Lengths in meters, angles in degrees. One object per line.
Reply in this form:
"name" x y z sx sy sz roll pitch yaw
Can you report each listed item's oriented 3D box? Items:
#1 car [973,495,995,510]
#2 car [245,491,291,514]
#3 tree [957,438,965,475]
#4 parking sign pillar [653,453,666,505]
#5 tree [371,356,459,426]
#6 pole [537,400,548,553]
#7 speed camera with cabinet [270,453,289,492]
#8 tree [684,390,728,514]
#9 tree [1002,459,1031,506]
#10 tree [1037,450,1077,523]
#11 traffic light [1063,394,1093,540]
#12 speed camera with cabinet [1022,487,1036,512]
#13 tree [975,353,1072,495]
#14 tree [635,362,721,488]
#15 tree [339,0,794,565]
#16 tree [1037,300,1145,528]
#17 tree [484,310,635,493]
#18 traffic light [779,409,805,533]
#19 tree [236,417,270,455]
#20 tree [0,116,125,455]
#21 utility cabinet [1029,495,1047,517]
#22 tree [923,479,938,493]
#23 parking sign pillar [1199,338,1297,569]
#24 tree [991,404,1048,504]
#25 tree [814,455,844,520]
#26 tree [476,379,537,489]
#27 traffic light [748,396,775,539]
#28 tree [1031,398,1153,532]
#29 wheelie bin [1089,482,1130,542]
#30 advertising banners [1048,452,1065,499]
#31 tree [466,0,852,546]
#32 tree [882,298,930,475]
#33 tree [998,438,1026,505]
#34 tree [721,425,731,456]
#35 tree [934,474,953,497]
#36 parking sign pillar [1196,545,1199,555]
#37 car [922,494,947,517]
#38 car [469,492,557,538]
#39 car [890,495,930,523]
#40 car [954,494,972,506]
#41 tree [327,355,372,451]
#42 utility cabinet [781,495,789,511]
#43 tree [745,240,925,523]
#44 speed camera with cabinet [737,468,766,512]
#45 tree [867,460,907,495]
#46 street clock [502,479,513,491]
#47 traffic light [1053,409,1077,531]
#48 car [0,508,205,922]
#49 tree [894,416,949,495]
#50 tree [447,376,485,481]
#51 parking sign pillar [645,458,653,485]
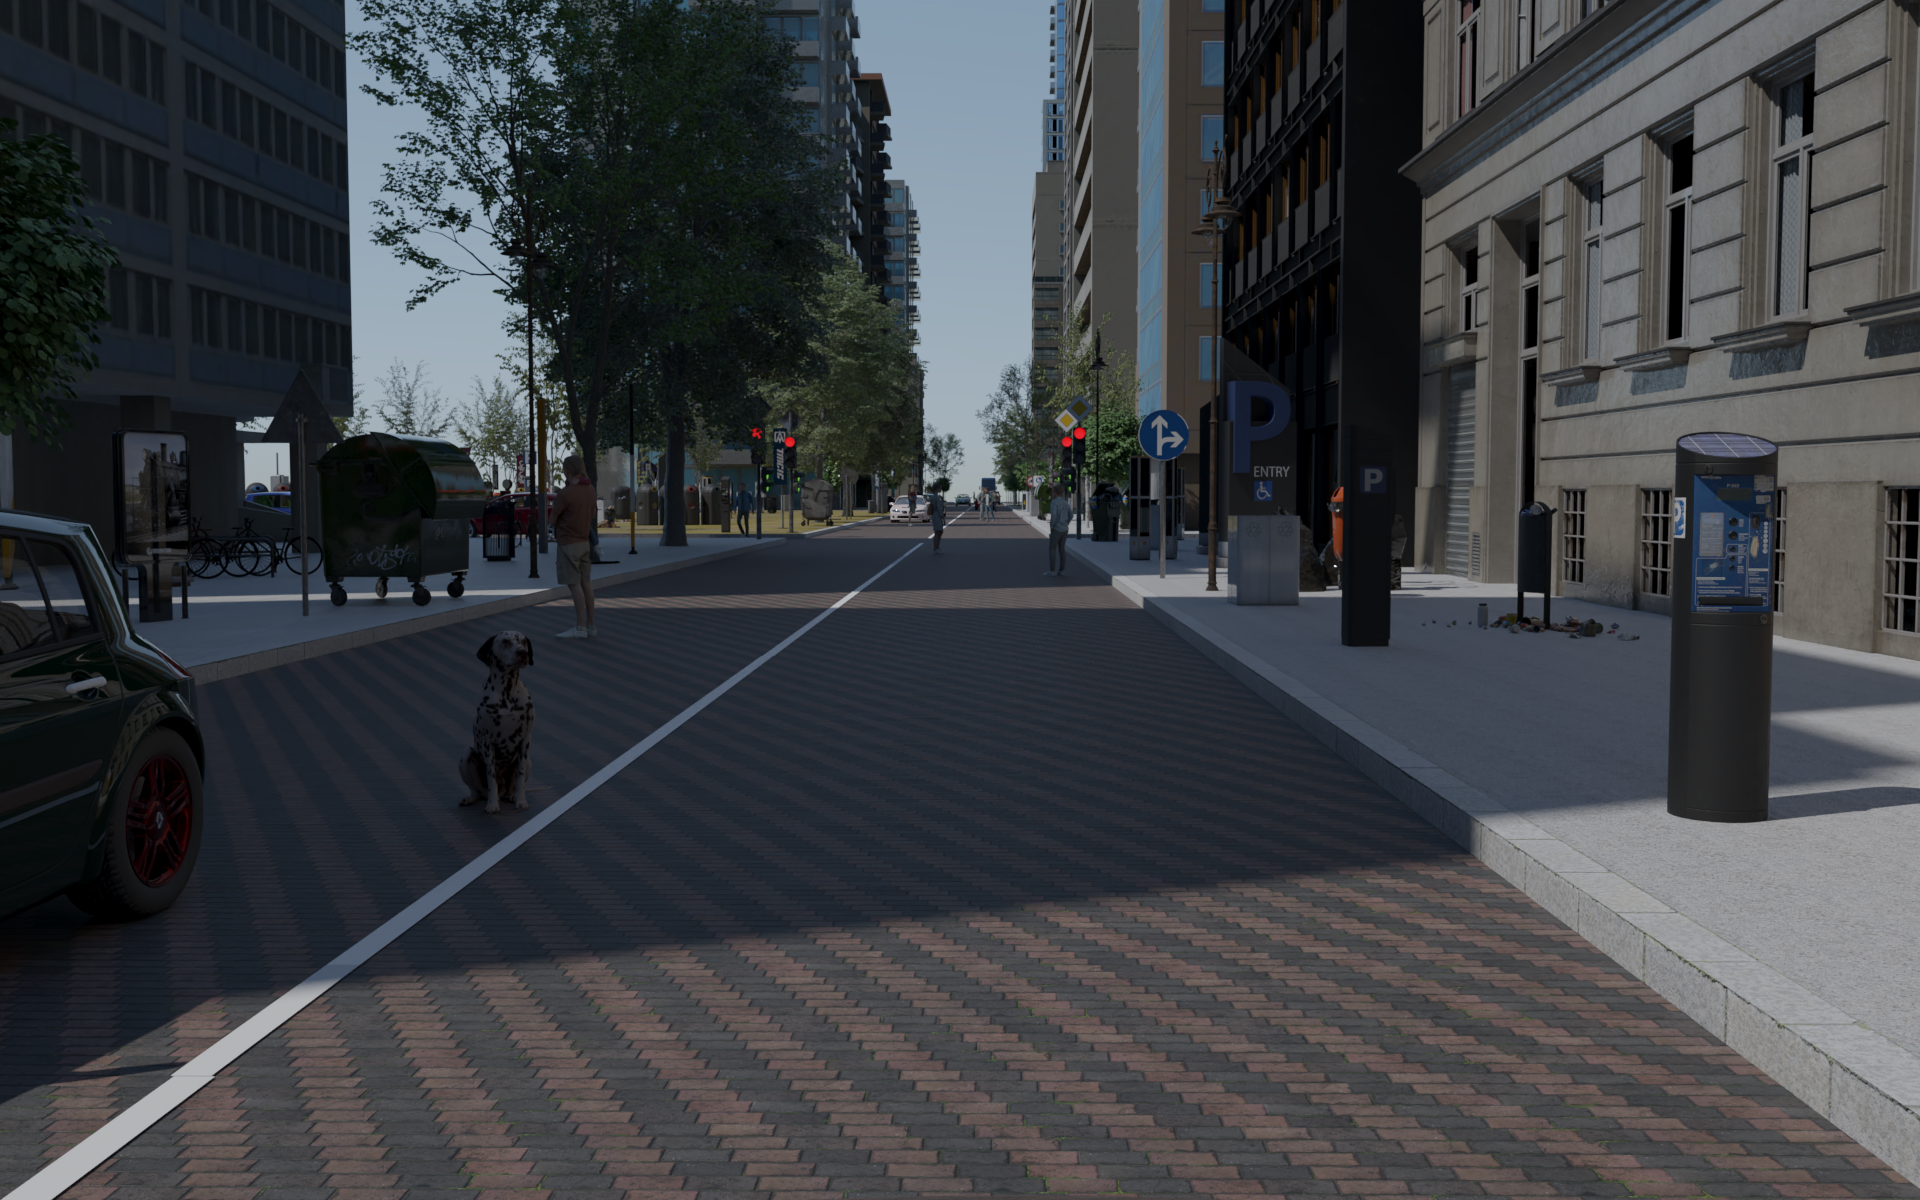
"car" 2.259 -9.009 156.339 2.155 1.783 4.494 0 4 2
"car" -20.713 -2.725 54.146 3.694 1.707 1.945 0 4 1
"tree" -2.643 -22.120 287.422 9.928 11.665 9.643 0 3 0
"parking sign pillar" -14.733 -6.106 88.307 1.447 3.967 1.447 -1 4 -14
"tree" -29.470 -8.746 93.357 4.360 8.622 3.978 0 3 0
"pole" -9.033 -2.668 37.457 0.158 3.312 0.155 0 3 0
"speed camera with cabinet" -31.911 -5.417 82.910 2.038 3.252 0.660 0 4 7
"tree" -16.993 -9.959 113.194 4.360 8.622 3.978 0 3 0
"tree" 5.846 -9.725 142.711 4.285 4.588 4.351 0 3 0
"tree" 4.484 -5.018 76.645 1.663 3.219 1.824 0 3 0
"traffic light" 3.336 -3.662 48.800 0.839 4.253 0.868 0 4 1
"speed camera with cabinet" 5.121 -7.987 124.919 0.660 3.252 2.038 -1 4 -21
"tree" 4.990 -10.991 114.114 8.767 10.594 7.601 0 4 8
"tree" -16.174 -8.699 92.593 4.737 8.622 4.395 0 3 0
"tree" -6.882 -6.461 31.386 9.928 11.665 9.643 0 3 0
"tree" 4.865 -7.036 65.393 4.737 8.622 4.395 0 3 0
"tree" -14.068 -6.743 60.610 4.737 8.622 4.395 0 3 0
"traffic light" -5.538 -4.159 56.921 0.839 4.253 0.868 0 4 1
"tree" -29.228 -7.191 67.929 4.360 8.622 3.978 0 3 0
"tree" -7.921 -1.784 12.882 4.285 4.588 4.351 0 3 0
"utility cabinet" 4.469 -5.357 98.750 1.020 1.237 0.306 -1 4 -21
"tree" -3.970 -14.209 226.913 1.663 3.219 1.824 0 3 0
"parking sign pillar" 5.183 -2.548 30.133 1.447 3.967 1.447 -1 4 -17
"tree" 7.366 -18.270 216.842 7.486 12.596 7.792 0 3 0
"tree" -6.489 -5.628 86.620 1.663 3.219 1.824 0 3 0
"tree" -28.951 -9.828 111.046 4.360 8.622 3.978 0 3 0
"traffic light" -5.674 -3.671 48.938 0.839 4.253 0.868 0 4 1
"tree" 5.251 -4.632 59.441 4.285 4.588 4.351 0 3 0
"wheelie bin" 3.973 -2.377 46.770 0.980 1.594 0.693 -3 5 -45
"advertising banners" 4.132 -4.712 73.221 0.090 3.025 2.074 2 4 27
"tree" -7.100 -8.316 42.614 9.857 13.997 8.962 0 3 0
"tree" -6.443 -11.729 98.420 9.857 13.997 8.962 0 3 0
"tree" 6.472 -15.540 204.447 4.360 8.622 3.978 0 3 0
"tree" -18.139 -10.408 120.525 4.737 8.622 4.395 0 3 0
"tree" -2.687 -18.020 278.335 4.285 4.588 4.351 0 3 0
"parking sign pillar" 5.759 -2.952 36.743 1.447 3.967 1.447 2 4 26
"car" -1.802 -6.035 108.456 2.009 1.686 4.222 0 4 3
"car" -13.519 -2.669 52.684 4.494 1.783 2.155 0 4 2
"car" -2.495 -4.615 87.813 2.083 1.381 4.827 0 4 2
"car" 0.373 -11.899 206.339 2.131 1.459 4.920 0 4 1
"tree" -31.195 -8.319 86.382 4.737 8.622 4.395 0 3 0
"utility cabinet" -12.881 -7.143 127.947 0.306 1.237 1.020 1 4 20
"tree" -5.892 -9.747 77.486 7.486 12.596 7.792 0 3 0
"speed camera with cabinet" -15.035 -7.981 124.824 2.038 3.252 0.660 1 4 8
"tree" -5.901 -9.481 138.731 4.285 4.588 4.351 0 3 0
"street clock" -22.102 -4.896 84.619 0.471 2.002 0.358 2 4 25
"traffic light" 3.473 -4.151 56.784 0.839 4.253 0.868 0 4 1
"car" -3.616 0.320 4.555 2.009 1.686 4.222 0 4 2
"tree" -4.703 -16.160 198.631 7.601 10.594 8.767 0 4 5
"tree" -28.347 -9.400 104.056 4.737 8.622 4.395 0 3 0
"parking sign pillar" -22.490 -8.486 127.215 1.447 3.967 1.447 -3 5 -44
